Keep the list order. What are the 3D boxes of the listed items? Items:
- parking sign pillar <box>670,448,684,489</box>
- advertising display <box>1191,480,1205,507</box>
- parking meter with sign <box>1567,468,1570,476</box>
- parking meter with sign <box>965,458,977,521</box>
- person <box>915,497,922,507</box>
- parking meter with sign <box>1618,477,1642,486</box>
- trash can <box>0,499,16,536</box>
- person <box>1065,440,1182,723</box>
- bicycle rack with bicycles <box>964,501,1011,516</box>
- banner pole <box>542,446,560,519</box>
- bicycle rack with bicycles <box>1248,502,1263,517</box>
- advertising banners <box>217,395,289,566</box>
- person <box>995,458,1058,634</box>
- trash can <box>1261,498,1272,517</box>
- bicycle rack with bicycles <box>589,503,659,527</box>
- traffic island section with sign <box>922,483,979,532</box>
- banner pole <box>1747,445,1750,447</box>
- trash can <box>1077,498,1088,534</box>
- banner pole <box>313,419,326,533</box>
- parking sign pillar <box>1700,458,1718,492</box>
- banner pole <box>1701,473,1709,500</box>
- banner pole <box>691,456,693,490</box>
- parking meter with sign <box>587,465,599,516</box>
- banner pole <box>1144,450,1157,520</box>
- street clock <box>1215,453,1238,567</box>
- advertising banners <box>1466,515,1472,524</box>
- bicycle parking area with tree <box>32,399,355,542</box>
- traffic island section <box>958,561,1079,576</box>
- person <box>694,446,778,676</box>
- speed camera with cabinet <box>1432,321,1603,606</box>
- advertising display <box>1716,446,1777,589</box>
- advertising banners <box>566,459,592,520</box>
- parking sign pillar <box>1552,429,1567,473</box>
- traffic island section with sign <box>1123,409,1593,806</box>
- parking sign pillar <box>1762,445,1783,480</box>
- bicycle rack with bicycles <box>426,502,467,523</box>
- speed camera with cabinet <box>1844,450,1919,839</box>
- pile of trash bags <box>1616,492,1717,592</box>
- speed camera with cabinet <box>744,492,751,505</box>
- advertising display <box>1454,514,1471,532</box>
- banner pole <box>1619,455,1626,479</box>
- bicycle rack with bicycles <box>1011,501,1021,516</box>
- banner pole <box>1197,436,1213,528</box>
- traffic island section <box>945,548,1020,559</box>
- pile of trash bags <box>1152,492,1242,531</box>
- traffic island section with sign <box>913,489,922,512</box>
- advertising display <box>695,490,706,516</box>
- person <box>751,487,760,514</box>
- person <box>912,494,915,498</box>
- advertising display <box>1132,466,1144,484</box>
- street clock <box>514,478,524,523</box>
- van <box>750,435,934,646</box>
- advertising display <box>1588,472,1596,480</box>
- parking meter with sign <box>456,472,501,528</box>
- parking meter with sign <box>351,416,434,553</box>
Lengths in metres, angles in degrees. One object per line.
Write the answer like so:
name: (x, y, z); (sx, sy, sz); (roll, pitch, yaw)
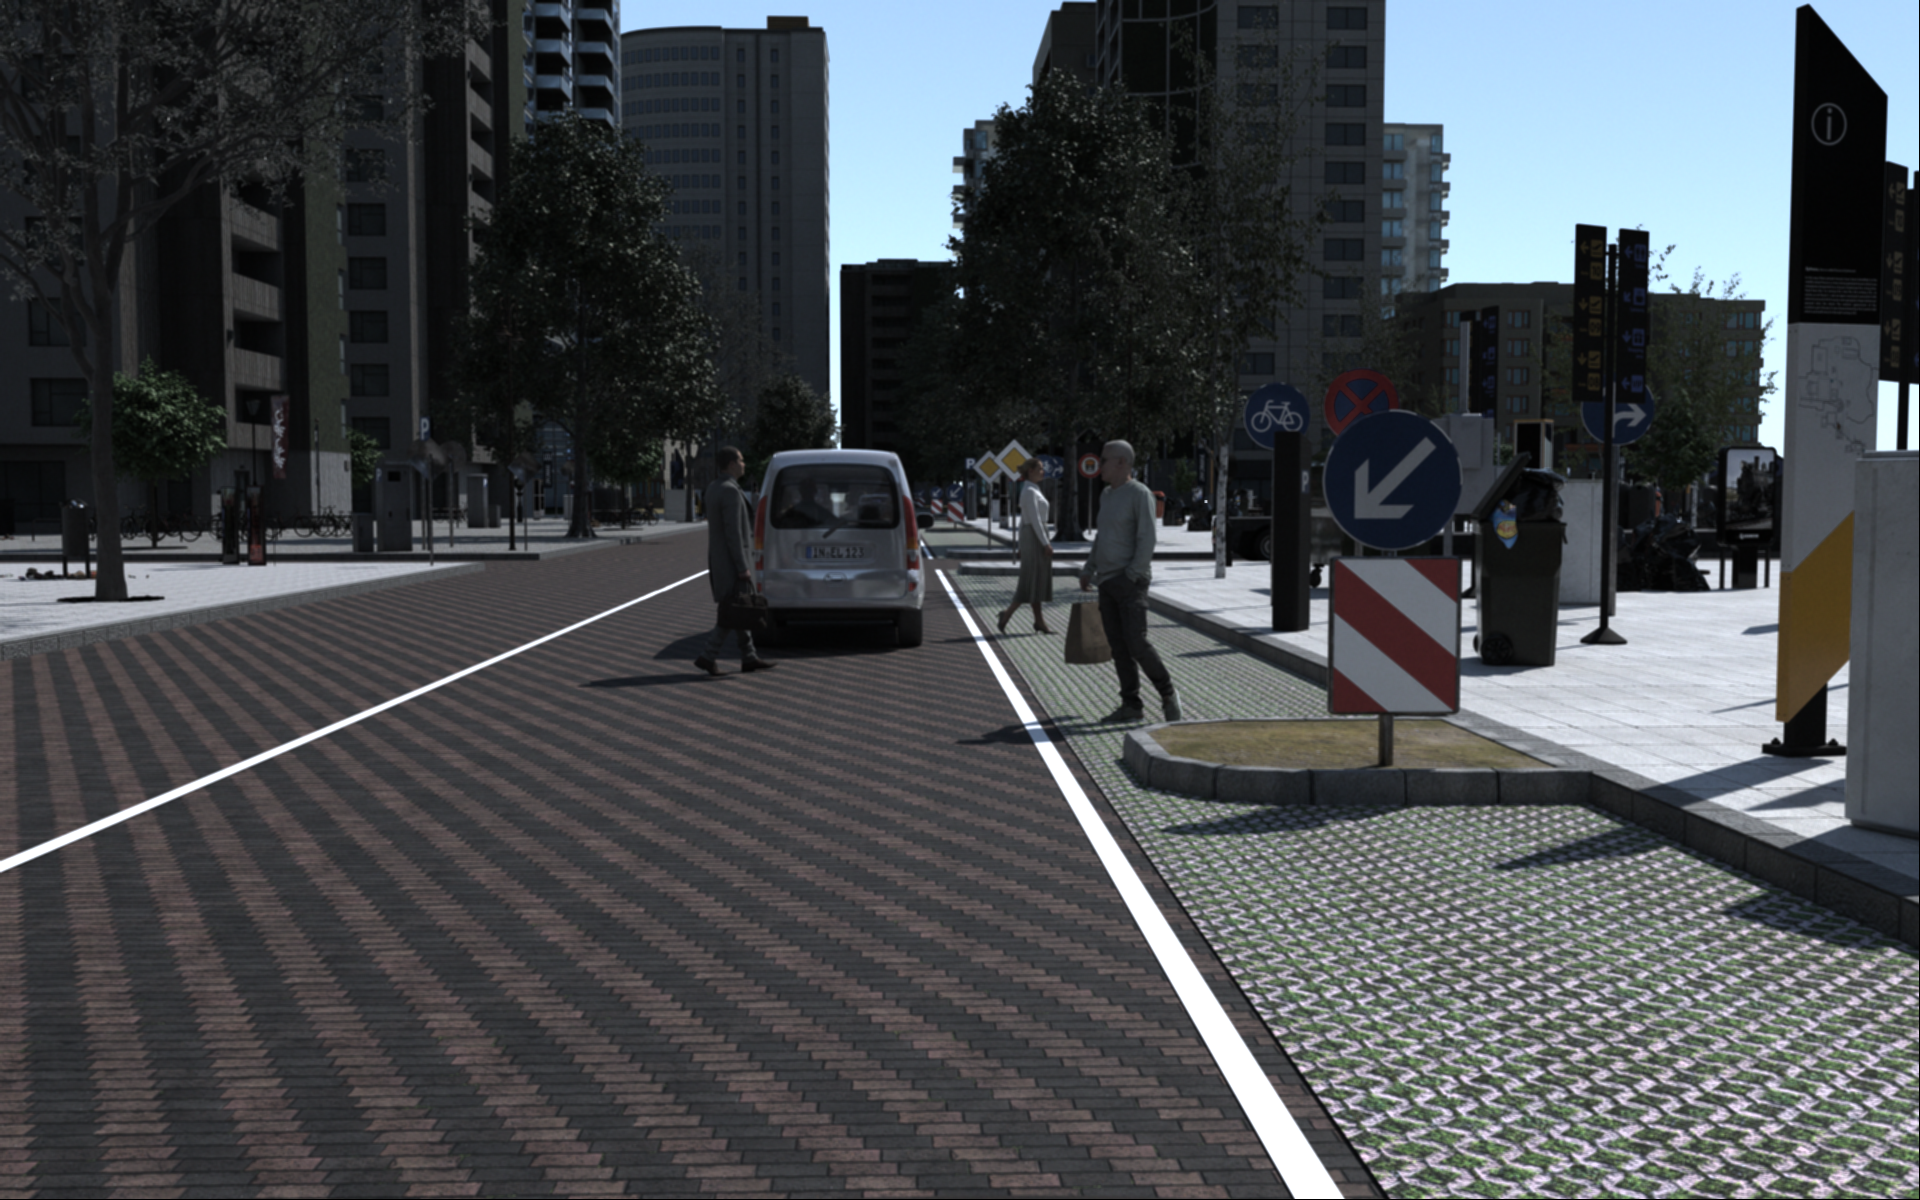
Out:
parking sign pillar: (-16.578, -6.921, 101.631); (1.447, 3.967, 1.447); (-2, 4, -27)
advertising display: (10.834, -4.501, 78.805); (0.123, 1.923, 0.974); (-2, 4, -24)
parking meter with sign: (39.391, -7.227, 114.416); (0.543, 3.016, 1.738); (-2, 4, -32)
parking meter with sign: (0.572, -5.395, 84.474); (0.543, 3.016, 1.738); (0, 4, 4)
person: (-4.453, -10.319, 177.941); (1.217, 1.743, 0.721); (0, 4, 0)
parking meter with sign: (33.858, -5.629, 88.300); (1.738, 3.016, 0.543); (2, 4, 29)
trash can: (-29.682, -2.575, 53.748); (0.748, 1.137, 0.748); (0, 3, 0)
person: (1.015, -0.116, 10.880); (0.515, 1.767, 0.782); (-2, 4, -29)
bicycle rack with bicycles: (1.191, -5.605, 105.022); (2.925, 0.926, 2.852); (-1, 4, -10)
banner pole: (-21.089, -6.075, 89.348); (0.863, 3.779, 0.401); (-1, 4, -18)
bicycle rack with bicycles: (13.812, -4.074, 79.999); (2.925, 0.926, 2.852); (-1, 4, -18)
advertising banners: (-12.664, -2.134, 31.075); (2.074, 3.025, 0.090); (2, 4, 32)
person: (0.677, -0.540, 17.557); (0.641, 1.798, 0.478); (1, 4, 11)
trash can: (10.293, -2.775, 57.031); (0.748, 1.137, 0.748); (0, 3, 0)
bicycle rack with bicycles: (-13.510, -3.448, 69.756); (2.925, 0.926, 2.852); (-2, 4, -35)
traffic island section with sign: (-0.307, -3.454, 65.098); (1.989, 1.847, 2.006); (0, 4, -2)
banner pole: (40.616, -6.040, 88.767); (0.863, 3.779, 0.401); (0, 4, 3)
trash can: (3.788, -2.737, 56.398); (0.748, 1.137, 0.748); (0, 3, 0)
banner pole: (-21.230, -4.110, 57.223); (0.401, 3.779, 0.863); (-1, 4, -14)
parking sign pillar: (42.884, -6.736, 98.613); (1.447, 3.967, 1.447); (-3, 4, -37)
banner pole: (32.980, -5.302, 76.703); (0.863, 3.779, 0.401); (-3, 4, -38)
banner pole: (-17.330, -7.537, 113.243); (0.863, 3.779, 0.401); (-3, 4, -36)
parking meter with sign: (-21.685, -6.495, 102.455); (0.543, 3.016, 1.738); (1, 4, 22)
banner pole: (9.344, -5.860, 85.836); (0.863, 3.779, 0.401); (1, 4, 22)
street clock: (4.695, -1.593, 30.620); (0.358, 2.002, 0.471); (-1, 4, -17)
advertising banners: (22.358, -4.846, 75.425); (2.074, 3.025, 0.090); (-3, 5, -41)
bicycle parking area with tree: (-21.661, -3.859, 50.101); (9.016, 4.147, 8.231); (1, 4, 21)
traffic island section: (1.003, -0.559, 31.423); (2.009, 0.180, 2.903); (0, 4, -2)
person: (-1.783, -0.317, 13.780); (0.767, 1.812, 0.694); (-2, 4, -25)
speed camera with cabinet: (6.483, -1.577, 20.113); (2.038, 3.252, 0.660); (0, 4, 2)
advertising display: (10.697, -1.122, 23.565); (0.974, 1.923, 0.123); (-2, 4, -25)
advertising banners: (-18.707, -5.551, 86.952); (2.074, 3.025, 0.090); (0, 4, -4)
parking sign pillar: (24.591, -5.119, 72.163); (1.447, 3.967, 1.447); (3, 5, 45)
traffic island section with sign: (1.886, -0.015, 8.867); (1.989, 1.847, 2.006); (0, 4, -2)
parking sign pillar: (44.515, -6.497, 94.700); (1.447, 3.967, 1.447); (1, 4, 16)
bicycle rack with bicycles: (-22.539, -3.956, 78.060); (2.852, 0.926, 2.925); (3, 5, 41)
speed camera with cabinet: (4.444, -0.759, 6.753); (2.038, 3.252, 0.660); (-2, 4, -24)
pile of trash bags: (9.149, -0.891, 24.319); (1.912, 1.369, 3.447); (0, 4, 6)
speed camera with cabinet: (-14.620, -7.295, 113.606); (0.660, 3.252, 2.038); (3, 5, 40)
advertising display: (15.951, -3.064, 55.315); (0.974, 1.923, 0.123); (-2, 4, -30)
banner pole: (37.385, -6.613, 98.146); (0.401, 3.779, 0.863); (-2, 4, -28)
bicycle rack with bicycles: (5.076, -5.906, 109.937); (2.852, 0.926, 2.925); (1, 4, 14)
banner pole: (9.247, -4.606, 65.320); (0.401, 3.779, 0.863); (-3, 5, -41)
traffic island section: (0.691, -1.047, 39.402); (2.009, 0.180, 2.903); (0, 4, -2)
pile of trash bags: (8.222, -3.087, 60.229); (3.447, 1.369, 1.912); (1, 4, 19)
traffic island section with sign: (-1.378, -5.123, 92.384); (1.989, 1.847, 2.006); (0, 4, -2)
advertising display: (-15.089, -5.837, 100.653); (0.123, 1.923, 0.974); (-3, 5, -44)
person: (-9.980, -4.711, 85.891); (0.716, 1.782, 0.532); (2, 4, 33)
person: (-4.754, -10.210, 176.903); (0.415, 1.643, 0.593); (0, 4, -5)
advertising display: (3.953, -2.108, 39.686); (0.123, 1.923, 0.974); (-1, 4, -19)
street clock: (-19.781, -4.479, 77.803); (0.358, 2.002, 0.471); (2, 4, 33)
van: (-1.247, -0.654, 17.701); (2.013, 2.044, 4.112); (0, 4, -3)
advertising display: (18.713, -2.821, 51.341); (0.123, 1.923, 0.974); (2, 4, 25)
parking meter with sign: (-18.281, -4.240, 65.589); (1.738, 3.016, 0.543); (1, 4, 10)
parking meter with sign: (-12.627, -2.586, 38.538); (1.738, 3.016, 0.543); (-3, 5, -42)
